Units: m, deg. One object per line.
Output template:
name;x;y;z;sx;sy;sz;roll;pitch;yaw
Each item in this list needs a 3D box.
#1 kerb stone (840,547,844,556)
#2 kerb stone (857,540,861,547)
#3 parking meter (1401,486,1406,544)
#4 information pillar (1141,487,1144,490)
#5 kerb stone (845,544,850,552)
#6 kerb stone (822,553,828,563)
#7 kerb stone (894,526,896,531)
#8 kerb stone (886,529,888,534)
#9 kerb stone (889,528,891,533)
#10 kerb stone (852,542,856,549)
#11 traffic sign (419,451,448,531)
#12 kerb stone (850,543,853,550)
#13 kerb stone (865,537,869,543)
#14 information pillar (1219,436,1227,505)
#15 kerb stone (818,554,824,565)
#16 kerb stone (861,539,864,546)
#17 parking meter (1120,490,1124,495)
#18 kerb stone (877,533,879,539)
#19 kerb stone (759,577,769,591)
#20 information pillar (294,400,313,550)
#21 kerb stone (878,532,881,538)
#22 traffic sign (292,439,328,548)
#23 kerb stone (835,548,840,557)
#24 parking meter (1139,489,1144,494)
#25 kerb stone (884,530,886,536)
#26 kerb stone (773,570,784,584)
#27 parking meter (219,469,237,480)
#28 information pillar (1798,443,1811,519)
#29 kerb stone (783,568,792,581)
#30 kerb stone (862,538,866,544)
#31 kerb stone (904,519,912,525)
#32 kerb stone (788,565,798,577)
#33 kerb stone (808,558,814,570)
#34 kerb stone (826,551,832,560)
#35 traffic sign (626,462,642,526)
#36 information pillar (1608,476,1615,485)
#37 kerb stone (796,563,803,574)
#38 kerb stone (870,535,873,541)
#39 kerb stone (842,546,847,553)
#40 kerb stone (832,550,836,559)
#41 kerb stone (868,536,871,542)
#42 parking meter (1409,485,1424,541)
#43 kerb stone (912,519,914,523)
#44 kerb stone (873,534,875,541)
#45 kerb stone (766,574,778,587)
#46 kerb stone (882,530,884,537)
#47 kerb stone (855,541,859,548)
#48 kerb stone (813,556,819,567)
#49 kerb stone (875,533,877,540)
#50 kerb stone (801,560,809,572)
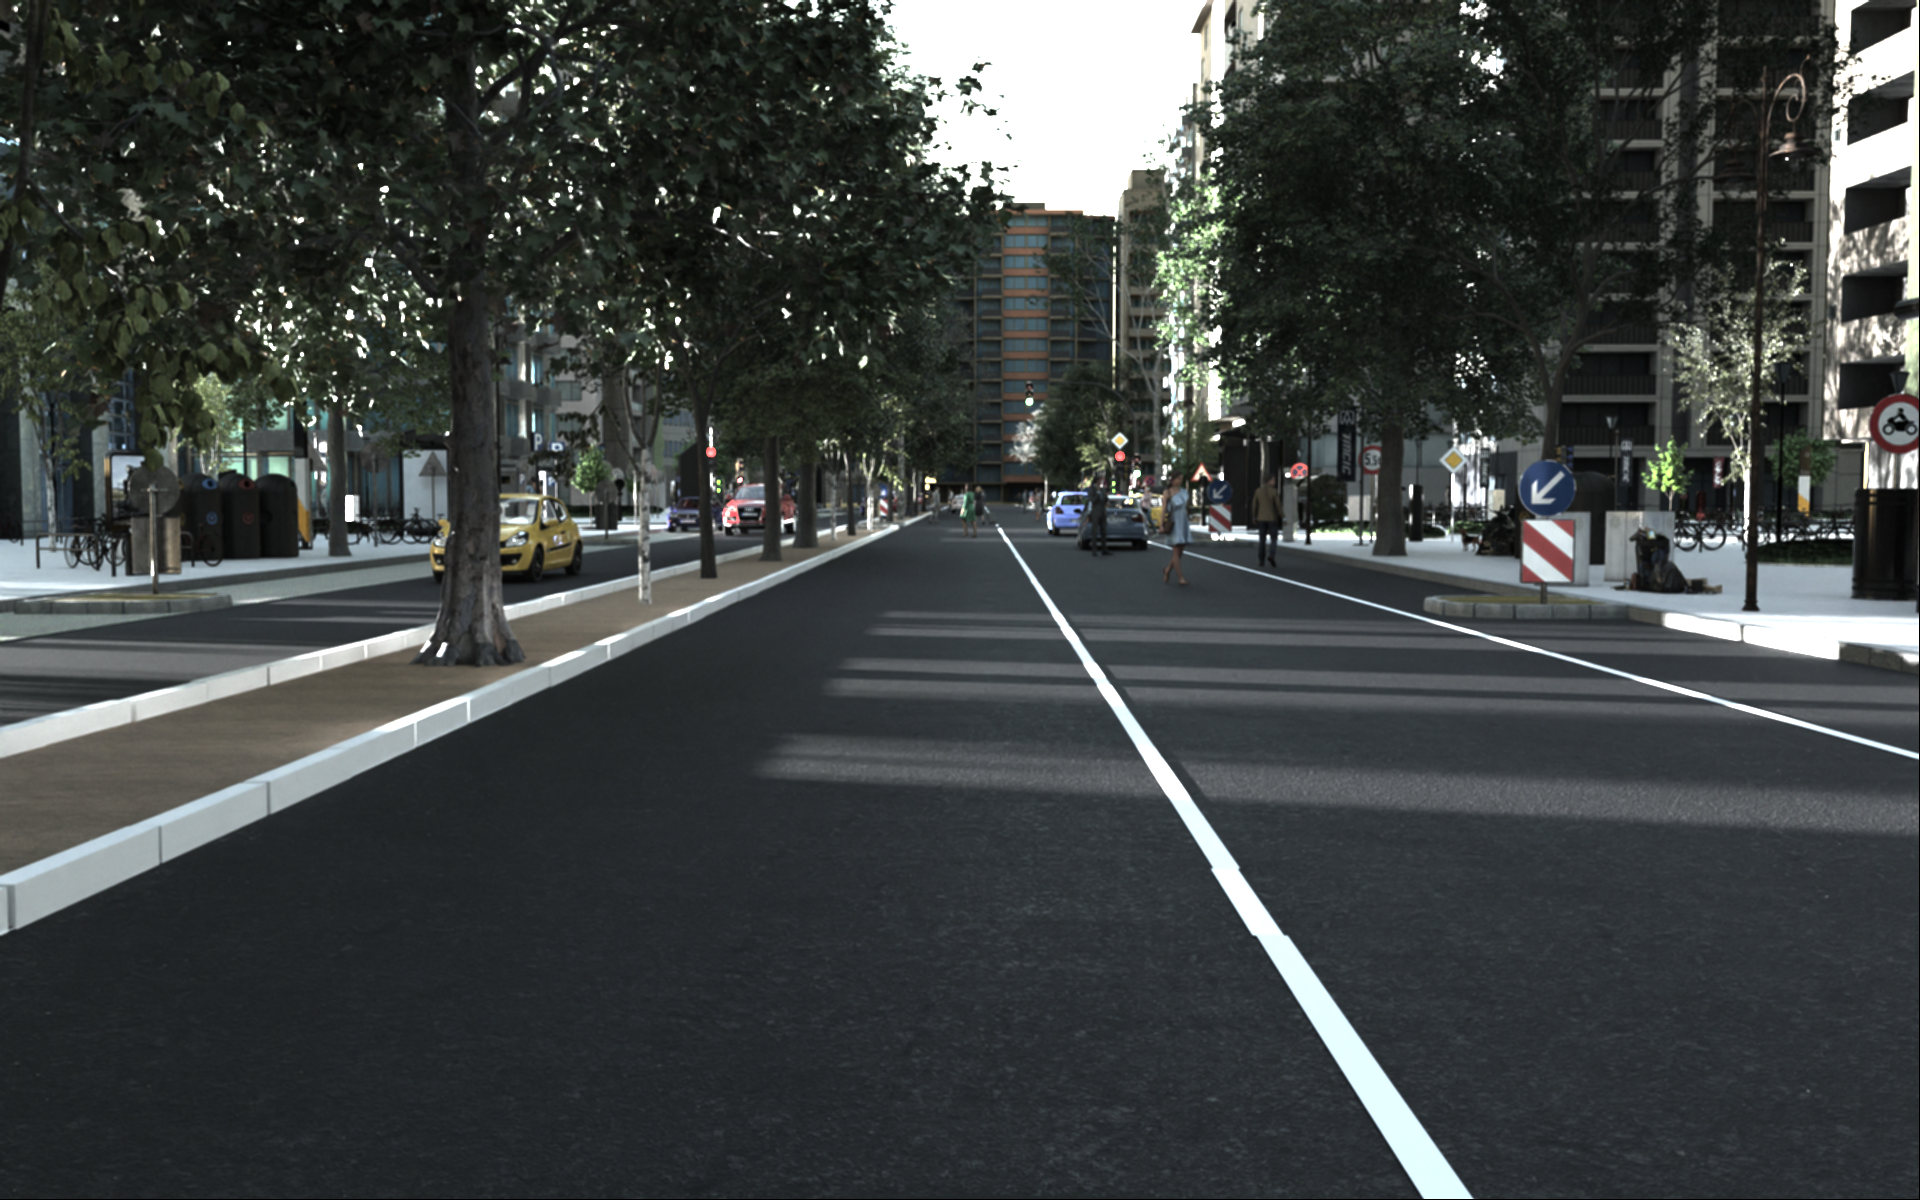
kerb stone;-2.844;-1.088;39.980;0.120;0.150;1.000;0;4;1
kerb stone;-2.794;-1.461;46.135;0.120;0.150;1.000;0;4;1
parking meter;9.876;-1.877;39.108;0.372;1.533;0.369;0;3;0
information pillar;14.706;-8.207;138.675;0.304;2.012;0.304;2;4;23
kerb stone;-2.831;-1.210;42.030;0.120;0.150;1.000;0;4;1
kerb stone;-2.886;-0.837;35.887;0.120;0.150;1.000;0;4;1
kerb stone;-2.606;-2.651;65.606;0.120;0.150;1.000;0;4;1
kerb stone;-2.656;-2.277;59.471;0.120;0.150;1.000;0;4;1
kerb stone;-2.642;-2.405;61.515;0.120;0.150;1.000;0;4;1
kerb stone;-2.819;-1.338;44.078;0.120;0.150;1.000;0;4;1
traffic sign;-15.868;-3.192;52.190;0.884;2.594;0.081;0;4;1
kerb stone;-2.820;-1.276;43.052;0.120;0.150;1.000;0;4;1
kerb stone;-2.759;-1.644;49.217;0.120;0.150;1.000;0;4;1
information pillar;10.481;-4.760;69.185;0.183;3.616;0.504;-1;4;-23
kerb stone;-2.900;-0.775;34.865;0.120;0.150;1.000;0;4;1
kerb stone;-2.780;-1.527;47.156;0.120;0.150;1.000;0;4;1
parking meter;10.392;-6.379;112.711;0.372;1.533;0.369;0;3;0
kerb stone;-2.711;-1.966;54.346;0.120;0.150;1.000;0;4;1
kerb stone;-2.982;-0.201;25.646;0.120;0.150;1.000;0;4;1
information pillar;-15.231;-2.980;40.076;0.504;3.616;0.183;3;5;41
kerb stone;-2.701;-2.029;55.368;0.120;0.150;1.000;0;4;1
traffic sign;-15.392;-2.510;41.035;0.884;2.594;0.081;0;4;5
kerb stone;-2.851;-1.025;38.955;0.120;0.150;1.000;0;4;1
parking meter;9.970;-5.288;94.874;0.372;1.533;0.369;0;3;0
kerb stone;-2.675;-2.215;58.441;0.120;0.150;1.000;0;4;1
kerb stone;-2.965;-0.336;27.696;0.120;0.150;1.000;0;4;1
parking meter;-17.291;-2.153;40.905;0.399;1.863;0.255;-1;4;-8
information pillar;38.487;-5.356;78.917;0.504;3.616;0.183;0;4;7
kerb stone;-2.948;-0.396;28.718;0.120;0.150;1.000;0;4;1
kerb stone;-2.773;-1.590;48.186;0.120;0.150;1.000;0;4;1
kerb stone;-2.458;-3.631;81.554;0.120;0.150;1.000;0;4;1
kerb stone;-2.943;-0.461;29.740;0.120;0.150;1.000;0;4;1
kerb stone;-2.916;-0.650;32.821;0.120;0.150;1.000;0;4;1
kerb stone;-2.880;-0.900;36.909;0.120;0.150;1.000;0;4;1
traffic sign;-12.973;-4.229;69.252;0.768;2.556;0.104;0;4;6
information pillar;26.375;-4.011;70.064;0.304;2.012;0.304;1;4;20
kerb stone;-2.942;-0.524;30.762;0.120;0.150;1.000;0;4;1
kerb stone;-2.741;-1.777;51.263;0.120;0.150;1.000;0;4;1
kerb stone;-2.837;-1.148;41.007;0.120;0.150;1.000;0;4;1
kerb stone;-2.877;-0.962;37.931;0.120;0.150;1.000;0;4;1
kerb stone;-2.754;-1.715;50.241;0.120;0.150;1.000;0;4;1
parking meter;12.385;-2.361;47.012;0.372;1.533;0.369;0;3;0
kerb stone;-2.443;-3.756;83.601;0.120;0.150;1.000;0;4;1
kerb stone;-2.735;-1.838;52.296;0.120;0.150;1.000;0;4;1
kerb stone;-2.966;-0.270;26.675;0.120;0.150;1.000;0;4;1
kerb stone;-2.682;-2.154;57.419;0.120;0.150;1.000;0;4;1
kerb stone;-2.797;-1.401;45.101;0.120;0.150;1.000;0;4;1
kerb stone;-2.908;-0.711;33.843;0.120;0.150;1.000;0;4;1
kerb stone;-2.716;-1.904;53.323;0.120;0.150;1.000;0;4;1
kerb stone;-2.925;-0.587;31.796;0.120;0.150;1.000;0;4;1
